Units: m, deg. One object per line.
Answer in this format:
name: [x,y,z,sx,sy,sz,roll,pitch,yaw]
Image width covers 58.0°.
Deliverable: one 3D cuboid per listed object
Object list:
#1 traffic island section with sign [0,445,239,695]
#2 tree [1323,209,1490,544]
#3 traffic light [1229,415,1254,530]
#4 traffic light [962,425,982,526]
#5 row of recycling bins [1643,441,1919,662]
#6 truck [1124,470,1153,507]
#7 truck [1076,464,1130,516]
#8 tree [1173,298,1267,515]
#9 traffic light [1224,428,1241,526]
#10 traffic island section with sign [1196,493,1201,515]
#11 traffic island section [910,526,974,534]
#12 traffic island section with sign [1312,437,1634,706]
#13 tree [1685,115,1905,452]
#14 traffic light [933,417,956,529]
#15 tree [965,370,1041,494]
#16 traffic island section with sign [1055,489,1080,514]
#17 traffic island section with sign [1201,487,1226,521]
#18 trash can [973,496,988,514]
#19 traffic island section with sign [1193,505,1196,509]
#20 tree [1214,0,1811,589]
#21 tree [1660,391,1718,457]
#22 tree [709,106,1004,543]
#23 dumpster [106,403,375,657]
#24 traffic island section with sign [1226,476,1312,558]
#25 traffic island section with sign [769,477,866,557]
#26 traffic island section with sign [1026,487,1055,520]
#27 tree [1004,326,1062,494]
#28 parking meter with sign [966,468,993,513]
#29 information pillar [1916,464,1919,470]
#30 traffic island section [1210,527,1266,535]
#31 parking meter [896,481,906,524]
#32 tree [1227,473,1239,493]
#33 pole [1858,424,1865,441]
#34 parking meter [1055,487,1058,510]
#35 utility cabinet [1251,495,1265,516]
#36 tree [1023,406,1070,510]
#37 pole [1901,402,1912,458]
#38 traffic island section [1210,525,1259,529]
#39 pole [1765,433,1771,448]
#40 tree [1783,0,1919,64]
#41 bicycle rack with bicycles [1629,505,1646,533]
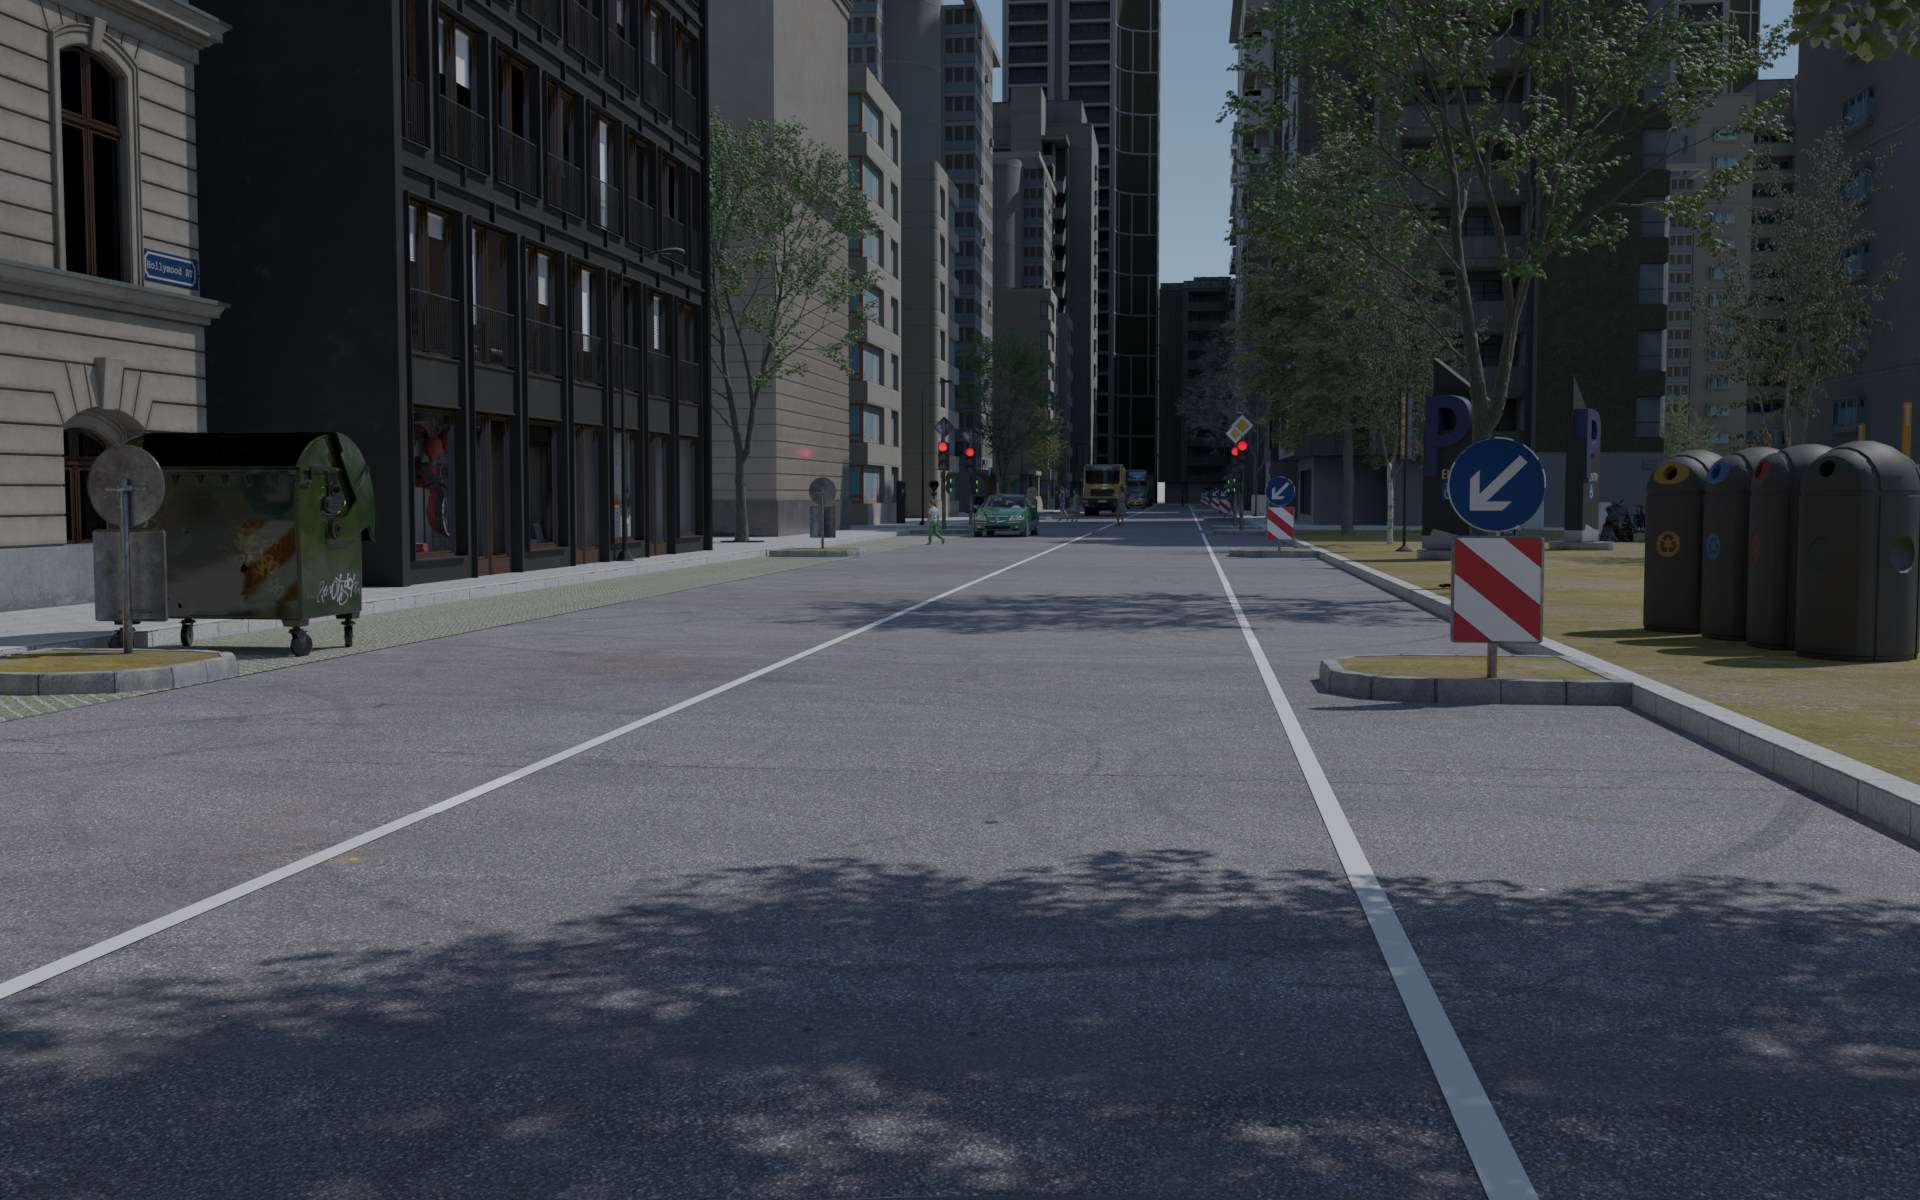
traffic island section with sign: [-6.704,-0.281,13.215,1.989,1.847,2.006,0,4,7]
tree: [11.092,-5.733,44.093,4.360,8.622,3.978,0,3,0]
traffic light: [9.959,-4.428,61.320,0.839,4.253,0.868,0,4,7]
traffic light: [0.458,-4.994,70.580,0.839,4.253,0.868,0,4,7]
row of recycling bins: [6.999,-0.476,14.903,1.069,1.692,3.534,0,4,-3]
truck: [20.507,-12.749,198.211,2.967,4.110,18.799,1,4,9]
truck: [9.663,-7.300,115.281,3.469,3.379,9.791,0,4,7]
tree: [18.057,-11.910,105.091,12.009,13.543,11.850,0,3,0]
traffic light: [10.984,-4.912,69.239,0.839,4.253,0.868,0,4,7]
traffic island section with sign: [17.735,-6.882,121.148,1.989,1.847,2.006,0,4,7]
traffic island section: [-0.605,-2.478,62.801,2.009,0.180,2.903,0,4,7]
traffic island section with sign: [3.707,-0.254,12.777,1.989,1.847,2.006,0,4,7]
tree: [16.696,-5.156,34.671,4.360,8.622,3.978,0,3,0]
traffic light: [-0.567,-4.510,62.661,0.839,4.253,0.868,0,4,7]
tree: [2.466,-9.289,102.236,4.360,8.622,3.978,0,3,0]
traffic island section with sign: [7.494,-6.981,122.767,1.989,1.847,2.006,0,4,7]
traffic island section with sign: [14.268,-5.237,94.247,1.989,1.847,2.006,0,4,7]
trash can: [1.195,-5.865,107.542,0.748,1.137,0.748,0,3,0]
traffic island section with sign: [24.096,-9.886,170.262,1.989,1.847,2.006,0,4,7]
tree: [7.246,-5.976,23.462,9.928,11.665,9.643,0,3,0]
tree: [51.129,-10.544,122.757,4.737,8.622,4.395,0,3,0]
tree: [-5.740,-7.340,45.762,9.928,11.665,9.643,0,3,0]
dumpster: [-6.528,-0.656,15.672,1.985,2.255,1.502,0,4,8]
traffic island section with sign: [7.215,-1.910,39.860,1.989,1.847,2.006,0,4,7]
traffic island section with sign: [-3.224,-1.919,40.002,1.989,1.847,2.006,0,4,7]
traffic island section with sign: [4.033,-5.346,96.034,1.989,1.847,2.006,0,4,7]
tree: [2.634,-11.187,108.664,9.928,11.665,9.643,0,3,0]
parking meter with sign: [1.253,-7.267,115.083,1.738,3.016,0.543,-1,4,-21]
information pillar: [23.393,-2.330,42.585,0.304,2.012,0.304,3,4,36]
traffic island section: [9.997,-2.394,61.428,2.009,0.180,2.903,0,4,7]
parking meter: [-2.565,-4.257,75.319,0.255,1.863,0.399,2,4,35]
tree: [22.991,-9.297,146.609,1.663,3.219,1.824,0,3,0]
pole: [26.058,-3.444,50.146,0.158,3.312,0.155,0,3,0]
parking meter: [7.763,-8.167,139.243,0.255,1.863,0.399,0,4,1]
utility cabinet: [17.518,-5.512,101.279,0.306,1.237,1.020,-3,5,-40]
tree: [7.177,-11.739,142.287,4.737,8.622,4.395,0,3,0]
pole: [21.087,-2.741,38.652,0.158,3.312,0.155,0,3,0]
traffic island section: [11.023,-2.879,69.348,2.009,0.180,2.903,0,4,7]
pole: [27.190,-3.946,58.362,0.158,3.312,0.155,0,3,0]
tree: [5.123,-5.310,4.950,7.486,12.596,7.792,0,3,0]
bicycle rack with bicycles: [23.099,-2.671,57.061,2.925,0.926,2.852,-2,4,-35]
